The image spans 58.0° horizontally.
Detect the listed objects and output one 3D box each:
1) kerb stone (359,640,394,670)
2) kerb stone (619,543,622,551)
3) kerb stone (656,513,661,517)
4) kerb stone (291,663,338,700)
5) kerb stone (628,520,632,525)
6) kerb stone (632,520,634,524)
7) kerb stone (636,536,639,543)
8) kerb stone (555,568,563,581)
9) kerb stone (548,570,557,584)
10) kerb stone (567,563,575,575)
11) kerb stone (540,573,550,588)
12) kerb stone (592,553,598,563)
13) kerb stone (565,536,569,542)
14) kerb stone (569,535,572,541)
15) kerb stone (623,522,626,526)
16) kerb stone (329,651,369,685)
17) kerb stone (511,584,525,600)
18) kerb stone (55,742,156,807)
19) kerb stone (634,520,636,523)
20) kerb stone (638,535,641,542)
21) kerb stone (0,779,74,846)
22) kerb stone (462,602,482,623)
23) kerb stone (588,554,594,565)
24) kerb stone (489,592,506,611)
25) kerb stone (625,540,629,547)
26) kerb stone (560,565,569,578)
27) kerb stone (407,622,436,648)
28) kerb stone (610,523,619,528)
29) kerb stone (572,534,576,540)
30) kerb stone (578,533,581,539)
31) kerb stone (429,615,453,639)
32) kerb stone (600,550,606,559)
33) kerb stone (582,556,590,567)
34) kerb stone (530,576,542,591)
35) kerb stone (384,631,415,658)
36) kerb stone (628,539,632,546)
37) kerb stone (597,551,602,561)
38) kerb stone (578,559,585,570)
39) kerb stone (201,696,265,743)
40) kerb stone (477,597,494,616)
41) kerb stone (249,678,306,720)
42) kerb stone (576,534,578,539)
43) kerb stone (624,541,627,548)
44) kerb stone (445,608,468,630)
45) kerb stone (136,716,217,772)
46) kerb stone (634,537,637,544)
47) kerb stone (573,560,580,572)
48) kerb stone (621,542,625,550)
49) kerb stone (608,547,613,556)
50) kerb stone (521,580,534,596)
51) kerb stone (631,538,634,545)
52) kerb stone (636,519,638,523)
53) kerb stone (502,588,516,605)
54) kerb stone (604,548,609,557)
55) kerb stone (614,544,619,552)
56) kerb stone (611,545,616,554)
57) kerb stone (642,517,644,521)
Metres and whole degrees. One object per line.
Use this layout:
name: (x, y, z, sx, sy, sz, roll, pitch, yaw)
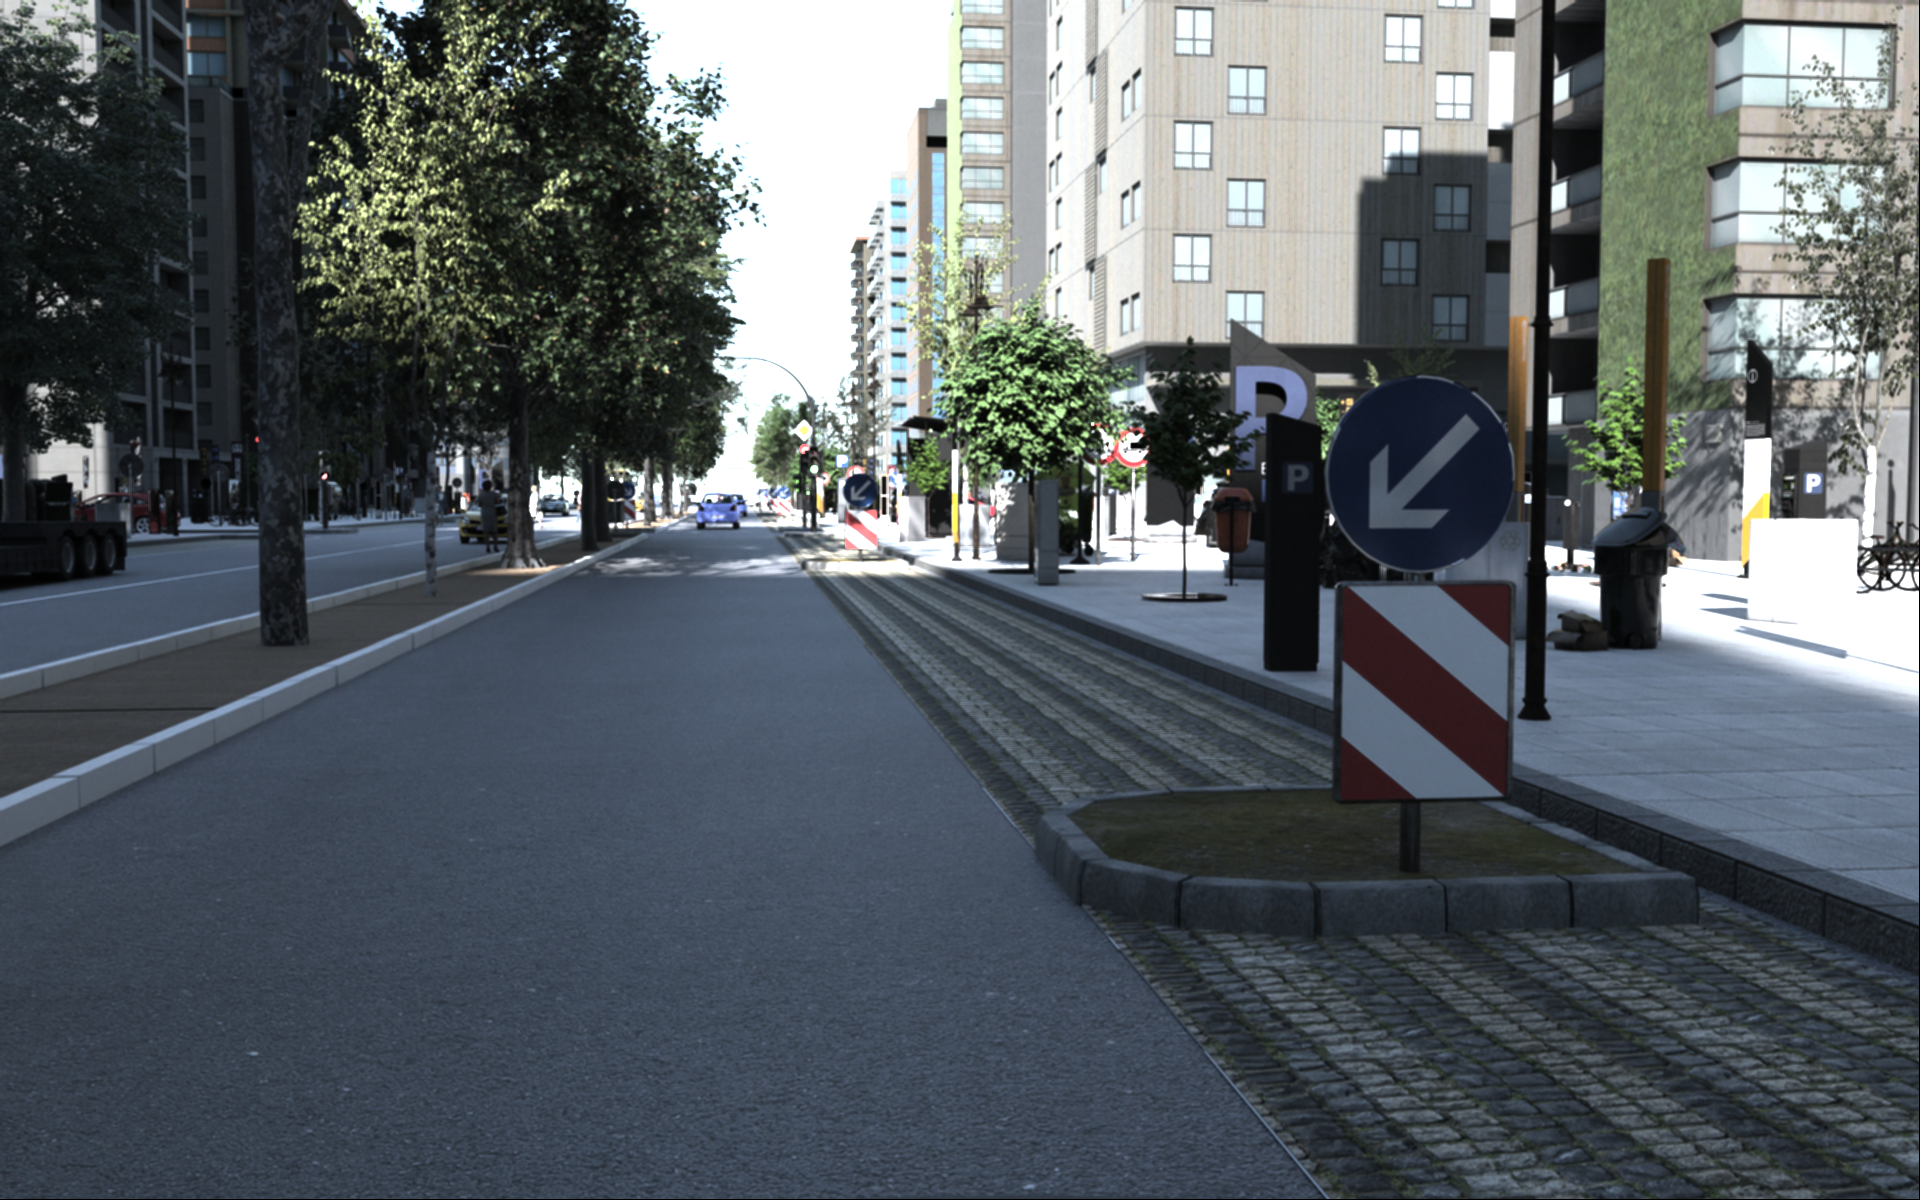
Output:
kerb stone: (-4.916, 0.477, 14.481, 0.120, 0.150, 1.000, 0, 4, -7)
kerb stone: (-8.554, -1.270, 42.975, 0.120, 0.150, 1.000, 0, 4, -7)
kerb stone: (-19.656, -5.579, 113.415, 0.120, 0.150, 1.000, 0, 4, -7)
kerb stone: (-4.663, 0.598, 12.443, 0.120, 0.150, 1.000, 0, 4, -7)
kerb stone: (-15.500, -3.580, 80.830, 0.120, 0.150, 1.000, 0, 4, -7)
kerb stone: (-15.629, -3.648, 81.844, 0.120, 0.150, 1.000, 0, 4, -7)
kerb stone: (-9.458, -1.706, 50.096, 0.120, 0.150, 1.000, 0, 4, -7)
kerb stone: (-6.733, -0.398, 28.711, 0.120, 0.150, 1.000, 0, 4, -7)
kerb stone: (-6.606, -0.336, 27.693, 0.120, 0.150, 1.000, 0, 4, -7)
kerb stone: (-6.992, -0.523, 30.752, 0.120, 0.150, 1.000, 0, 4, -7)
kerb stone: (-6.474, -0.274, 26.680, 0.120, 0.150, 1.000, 0, 4, -7)
kerb stone: (-7.642, -0.830, 35.841, 0.120, 0.150, 1.000, 0, 4, -7)
kerb stone: (-11.676, -1.742, 50.861, 0.120, 0.150, 1.000, 0, 4, -7)
kerb stone: (-11.808, -1.815, 51.877, 0.120, 0.150, 1.000, 0, 4, -7)
kerb stone: (-14.979, -3.335, 76.762, 0.120, 0.150, 1.000, 0, 4, -7)
kerb stone: (-4.782, 0.534, 13.465, 0.120, 0.150, 1.000, 0, 4, -7)
kerb stone: (-6.085, -0.087, 23.616, 0.120, 0.150, 1.000, 0, 4, -7)
kerb stone: (-4.137, 0.845, 8.387, 0.120, 0.150, 1.000, 0, 4, -7)
kerb stone: (-15.888, -3.772, 83.871, 0.120, 0.150, 1.000, 0, 4, -7)
kerb stone: (-9.585, -1.764, 51.111, 0.120, 0.150, 1.000, 0, 4, -7)
kerb stone: (-4.005, 0.912, 7.373, 0.120, 0.150, 1.000, 0, 4, -7)
kerb stone: (-5.567, 0.162, 19.559, 0.120, 0.150, 1.000, 0, 4, -7)
kerb stone: (-7.517, -0.772, 34.821, 0.120, 0.150, 1.000, 0, 4, -7)
kerb stone: (-5.819, 0.037, 21.587, 0.120, 0.150, 1.000, 0, 4, -7)
kerb stone: (-8.944, -1.456, 46.027, 0.120, 0.150, 1.000, 0, 4, -7)
kerb stone: (-6.862, -0.457, 29.732, 0.120, 0.150, 1.000, 0, 4, -7)
kerb stone: (-5.170, 0.349, 16.512, 0.120, 0.150, 1.000, 0, 4, -7)
kerb stone: (-14.334, -3.022, 71.688, 0.120, 0.150, 1.000, 0, 4, -7)
kerb stone: (-11.927, -1.877, 52.892, 0.120, 0.150, 1.000, 0, 4, -7)
kerb stone: (-12.192, -2.000, 54.922, 0.120, 0.150, 1.000, 0, 4, -7)
kerb stone: (-5.297, 0.286, 17.526, 0.120, 0.150, 1.000, 0, 4, -7)
kerb stone: (-7.901, -0.956, 37.885, 0.120, 0.150, 1.000, 0, 4, -7)
kerb stone: (-7.381, -0.709, 33.802, 0.120, 0.150, 1.000, 0, 4, -7)
kerb stone: (-6.347, -0.212, 25.654, 0.120, 0.150, 1.000, 0, 4, -7)
kerb stone: (-5.056, 0.415, 15.494, 0.120, 0.150, 1.000, 0, 4, -7)
kerb stone: (-9.066, -1.517, 47.042, 0.120, 0.150, 1.000, 0, 4, -7)
kerb stone: (-7.782, -0.897, 36.853, 0.120, 0.150, 1.000, 0, 4, -7)
kerb stone: (-7.252, -0.643, 32.788, 0.120, 0.150, 1.000, 0, 4, -7)
kerb stone: (-4.394, 0.724, 10.416, 0.120, 0.150, 1.000, 0, 4, -7)
kerb stone: (-5.695, 0.099, 20.573, 0.120, 0.150, 1.000, 0, 4, -7)
kerb stone: (-4.525, 0.660, 11.430, 0.120, 0.150, 1.000, 0, 4, -7)
kerb stone: (-12.066, -1.940, 53.907, 0.120, 0.150, 1.000, 0, 4, -7)
kerb stone: (-8.813, -1.393, 45.010, 0.120, 0.150, 1.000, 0, 4, -7)
kerb stone: (-5.431, 0.224, 18.540, 0.120, 0.150, 1.000, 0, 4, -7)
kerb stone: (-4.264, 0.782, 9.402, 0.120, 0.150, 1.000, 0, 4, -7)
kerb stone: (-9.325, -1.644, 49.075, 0.120, 0.150, 1.000, 0, 4, -7)
kerb stone: (-7.124, -0.585, 31.765, 0.120, 0.150, 1.000, 0, 4, -7)
kerb stone: (-8.672, -1.333, 43.991, 0.120, 0.150, 1.000, 0, 4, -7)
kerb stone: (-8.162, -1.082, 39.913, 0.120, 0.150, 1.000, 0, 4, -7)
kerb stone: (-6.214, -0.149, 24.632, 0.120, 0.150, 1.000, 0, 4, -7)
kerb stone: (-9.207, -1.582, 48.060, 0.120, 0.150, 1.000, 0, 4, -7)
kerb stone: (-16.019, -3.835, 84.892, 0.120, 0.150, 1.000, 0, 4, -7)
kerb stone: (-5.956, -0.022, 22.601, 0.120, 0.150, 1.000, 0, 4, -7)
kerb stone: (-8.033, -1.016, 38.899, 0.120, 0.150, 1.000, 0, 4, -7)
kerb stone: (-8.431, -1.209, 41.958, 0.120, 0.150, 1.000, 0, 4, -7)
kerb stone: (-8.295, -1.146, 40.939, 0.120, 0.150, 1.000, 0, 4, -7)
kerb stone: (-16.661, -4.146, 89.986, 0.120, 0.150, 1.000, 0, 4, -7)
